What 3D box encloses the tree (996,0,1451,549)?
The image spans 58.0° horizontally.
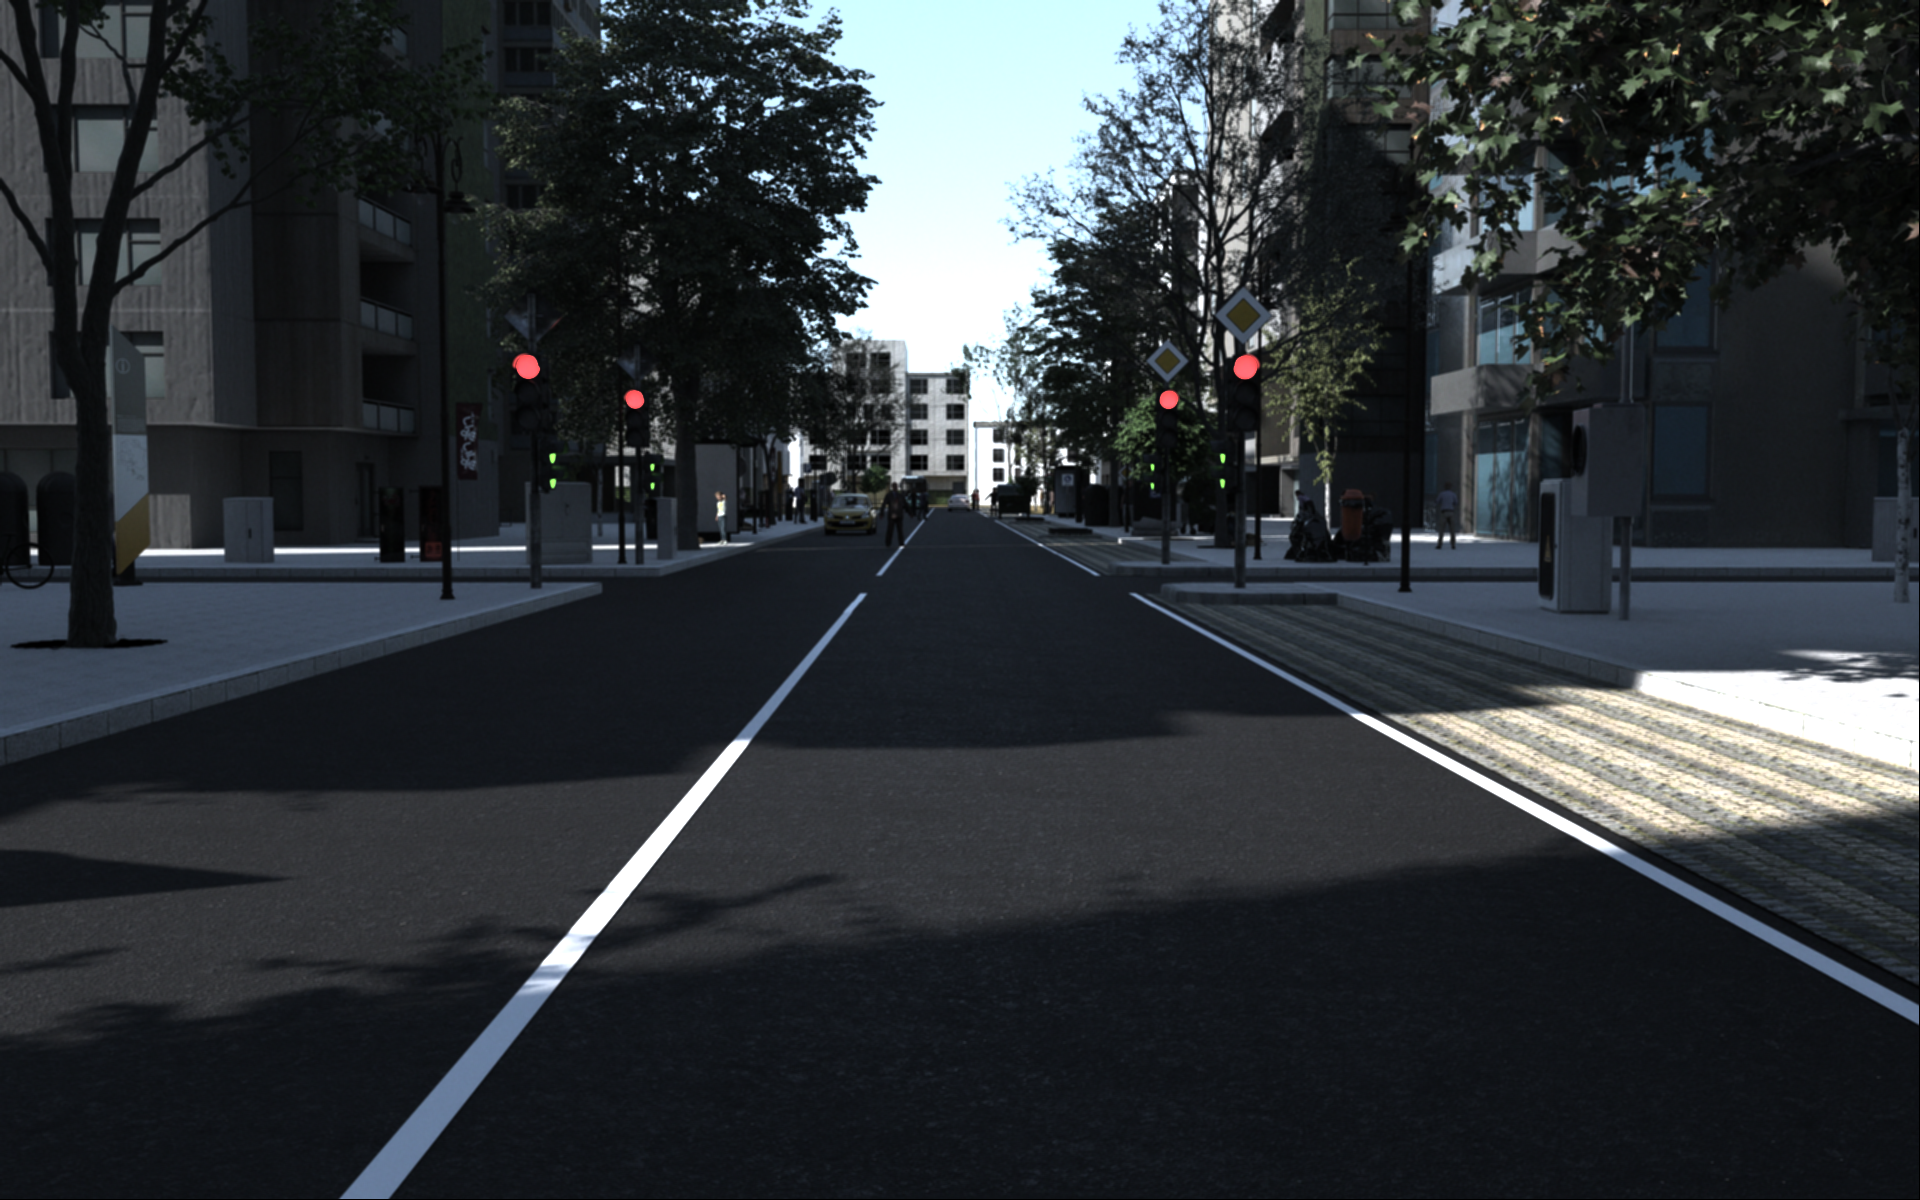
[{"bbox_3d":[6.062,-7.963,40.560,12.009,13.543,11.850,0,3,0],"label":"tree"}]

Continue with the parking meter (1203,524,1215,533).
[{"bbox_3d":[8.215,-3.140,57.053,0.255,1.863,0.399,3,5,44],"label":"parking meter"}]

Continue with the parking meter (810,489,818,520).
[{"bbox_3d":[-7.189,-4.690,85.088,0.372,1.533,0.369,0,3,0],"label":"parking meter"}]

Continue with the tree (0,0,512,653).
[{"bbox_3d":[-7.214,-5.405,14.120,9.928,11.665,9.643,0,3,0],"label":"tree"}]

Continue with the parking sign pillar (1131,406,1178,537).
[{"bbox_3d":[5.938,-3.930,52.732,1.447,3.967,1.447,0,4,4],"label":"parking sign pillar"}]

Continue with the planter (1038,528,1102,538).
[{"bbox_3d":[3.566,-2.174,56.679,1.991,0.319,1.994,0,4,0],"label":"planter"}]

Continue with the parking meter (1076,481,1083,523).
[{"bbox_3d":[5.351,-4.406,77.742,0.255,1.863,0.399,1,4,13],"label":"parking meter"}]

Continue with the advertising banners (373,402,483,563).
[{"bbox_3d":[-10.025,-2.237,32.757,2.074,3.025,0.090,-2,4,-32],"label":"advertising banners"}]

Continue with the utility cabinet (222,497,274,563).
[{"bbox_3d":[-13.320,-1.300,32.415,1.020,1.237,0.306,2,4,27],"label":"utility cabinet"}]

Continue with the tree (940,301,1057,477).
[{"bbox_3d":[4.397,-19.380,172.759,12.611,20.169,13.585,0,3,0],"label":"tree"}]

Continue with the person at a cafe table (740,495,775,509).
[{"bbox_3d":[-11.807,-5.424,99.544,1.726,1.238,1.698,2,4,25],"label":"person at a cafe table"}]

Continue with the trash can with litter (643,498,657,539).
[{"bbox_3d":[-8.674,-2.324,49.393,0.624,1.170,1.055,1,4,13],"label":"trash can with litter"}]

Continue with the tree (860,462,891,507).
[{"bbox_3d":[-8.608,-11.856,177.562,4.285,4.588,4.351,0,3,0],"label":"tree"}]

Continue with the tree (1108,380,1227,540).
[{"bbox_3d":[5.813,-3.977,48.745,4.285,4.588,4.351,0,3,0],"label":"tree"}]

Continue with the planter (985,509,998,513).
[{"bbox_3d":[2.923,-6.879,133.606,1.991,0.319,1.994,0,4,0],"label":"planter"}]

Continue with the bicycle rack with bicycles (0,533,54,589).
[{"bbox_3d":[-13.692,-0.591,23.038,2.925,0.926,2.852,-2,4,-24],"label":"bicycle rack with bicycles"}]

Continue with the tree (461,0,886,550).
[{"bbox_3d":[-6.427,-8.124,39.476,9.857,13.997,8.962,0,3,0],"label":"tree"}]

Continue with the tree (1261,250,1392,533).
[{"bbox_3d":[10.714,-6.175,51.328,4.737,8.622,4.395,0,3,0],"label":"tree"}]

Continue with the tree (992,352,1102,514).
[{"bbox_3d":[5.898,-10.915,112.867,8.767,10.594,7.601,3,4,36],"label":"tree"}]

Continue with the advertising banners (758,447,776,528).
[{"bbox_3d":[-7.296,-4.238,65.471,0.090,3.025,2.074,-2,4,-24],"label":"advertising banners"}]

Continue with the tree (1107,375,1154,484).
[{"bbox_3d":[9.976,-9.064,98.553,4.360,8.622,3.978,0,3,0],"label":"tree"}]

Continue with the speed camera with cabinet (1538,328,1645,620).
[{"bbox_3d":[6.671,-1.471,18.384,0.660,3.252,2.038,0,4,6],"label":"speed camera with cabinet"}]

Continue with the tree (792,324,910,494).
[{"bbox_3d":[-7.498,-13.059,123.878,12.009,13.543,11.850,0,3,0],"label":"tree"}]

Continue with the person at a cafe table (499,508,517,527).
[{"bbox_3d":[-18.576,-3.659,68.334,1.622,1.524,1.698,1,4,9],"label":"person at a cafe table"}]

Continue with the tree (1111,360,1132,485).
[{"bbox_3d":[9.724,-8.548,90.114,4.737,8.622,4.395,0,3,0],"label":"tree"}]

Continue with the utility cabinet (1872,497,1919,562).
[{"bbox_3d":[17.813,-1.317,32.702,1.020,1.237,0.306,2,4,27],"label":"utility cabinet"}]

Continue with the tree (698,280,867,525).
[{"bbox_3d":[-7.915,-8.410,71.913,8.767,10.594,7.601,-2,4,-28],"label":"tree"}]

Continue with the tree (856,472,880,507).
[{"bbox_3d":[-8.018,-9.287,146.436,1.663,3.219,1.824,0,3,0],"label":"tree"}]

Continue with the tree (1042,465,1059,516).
[{"bbox_3d":[5.633,-6.455,100.147,1.663,3.219,1.824,0,3,0],"label":"tree"}]

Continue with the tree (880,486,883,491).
[{"bbox_3d":[-8.525,-10.923,173.184,1.663,3.219,1.824,0,3,0],"label":"tree"}]

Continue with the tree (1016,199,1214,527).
[{"bbox_3d":[6.047,-9.083,66.626,7.486,12.596,7.792,0,3,0],"label":"tree"}]

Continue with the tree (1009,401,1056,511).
[{"bbox_3d":[5.624,-10.898,128.549,4.737,8.622,4.395,0,3,0],"label":"tree"}]

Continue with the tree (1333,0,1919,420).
[{"bbox_3d":[6.913,-5.716,10.472,9.611,12.733,9.660,0,3,0],"label":"tree"}]

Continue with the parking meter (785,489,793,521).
[{"bbox_3d":[-8.269,-4.610,83.777,0.372,1.533,0.369,0,3,0],"label":"parking meter"}]

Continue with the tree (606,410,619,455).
[{"bbox_3d":[-22.099,-9.440,104.708,4.360,8.622,3.978,0,3,0],"label":"tree"}]

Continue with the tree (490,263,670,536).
[{"bbox_3d":[-10.883,-6.254,52.619,4.737,8.622,4.395,0,3,0],"label":"tree"}]

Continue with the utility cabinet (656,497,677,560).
[{"bbox_3d":[-5.795,-1.417,34.329,0.306,1.237,1.020,0,4,-3],"label":"utility cabinet"}]

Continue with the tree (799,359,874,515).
[{"bbox_3d":[-7.022,-8.705,92.690,4.360,8.622,3.978,0,3,0],"label":"tree"}]

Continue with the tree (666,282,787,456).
[{"bbox_3d":[-7.948,-6.661,59.262,4.360,8.622,3.978,0,3,0],"label":"tree"}]

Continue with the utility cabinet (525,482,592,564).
[{"bbox_3d":[-7.337,-1.409,31.714,1.173,1.500,0.318,-3,4,-39],"label":"utility cabinet"}]

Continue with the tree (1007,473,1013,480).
[{"bbox_3d":[4.712,-10.101,159.758,1.663,3.219,1.824,0,3,0],"label":"tree"}]

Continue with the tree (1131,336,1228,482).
[{"bbox_3d":[10.600,-7.896,79.463,4.737,8.622,4.395,0,3,0],"label":"tree"}]

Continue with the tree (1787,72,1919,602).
[{"bbox_3d":[11.172,-4.263,20.063,4.737,8.622,4.395,0,3,0],"label":"tree"}]
